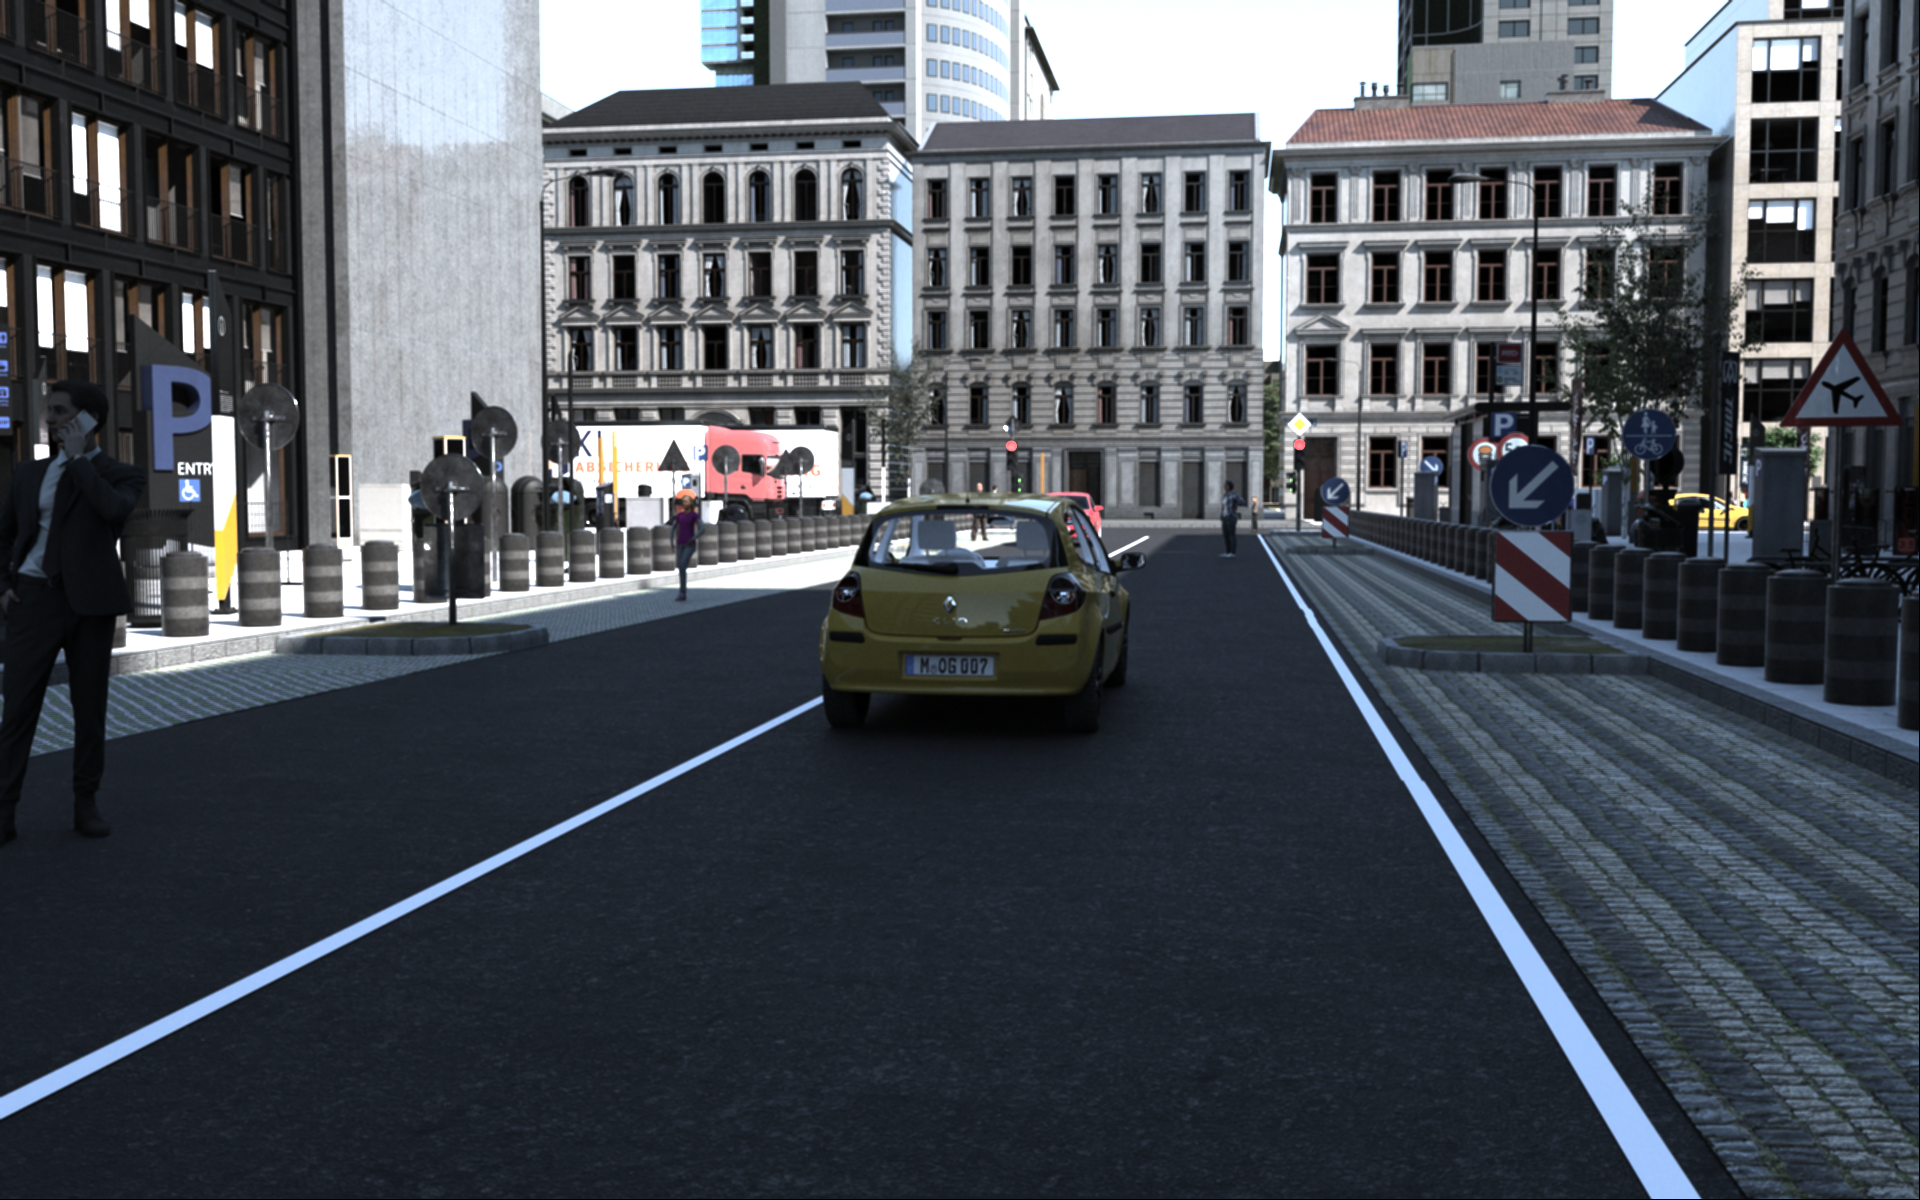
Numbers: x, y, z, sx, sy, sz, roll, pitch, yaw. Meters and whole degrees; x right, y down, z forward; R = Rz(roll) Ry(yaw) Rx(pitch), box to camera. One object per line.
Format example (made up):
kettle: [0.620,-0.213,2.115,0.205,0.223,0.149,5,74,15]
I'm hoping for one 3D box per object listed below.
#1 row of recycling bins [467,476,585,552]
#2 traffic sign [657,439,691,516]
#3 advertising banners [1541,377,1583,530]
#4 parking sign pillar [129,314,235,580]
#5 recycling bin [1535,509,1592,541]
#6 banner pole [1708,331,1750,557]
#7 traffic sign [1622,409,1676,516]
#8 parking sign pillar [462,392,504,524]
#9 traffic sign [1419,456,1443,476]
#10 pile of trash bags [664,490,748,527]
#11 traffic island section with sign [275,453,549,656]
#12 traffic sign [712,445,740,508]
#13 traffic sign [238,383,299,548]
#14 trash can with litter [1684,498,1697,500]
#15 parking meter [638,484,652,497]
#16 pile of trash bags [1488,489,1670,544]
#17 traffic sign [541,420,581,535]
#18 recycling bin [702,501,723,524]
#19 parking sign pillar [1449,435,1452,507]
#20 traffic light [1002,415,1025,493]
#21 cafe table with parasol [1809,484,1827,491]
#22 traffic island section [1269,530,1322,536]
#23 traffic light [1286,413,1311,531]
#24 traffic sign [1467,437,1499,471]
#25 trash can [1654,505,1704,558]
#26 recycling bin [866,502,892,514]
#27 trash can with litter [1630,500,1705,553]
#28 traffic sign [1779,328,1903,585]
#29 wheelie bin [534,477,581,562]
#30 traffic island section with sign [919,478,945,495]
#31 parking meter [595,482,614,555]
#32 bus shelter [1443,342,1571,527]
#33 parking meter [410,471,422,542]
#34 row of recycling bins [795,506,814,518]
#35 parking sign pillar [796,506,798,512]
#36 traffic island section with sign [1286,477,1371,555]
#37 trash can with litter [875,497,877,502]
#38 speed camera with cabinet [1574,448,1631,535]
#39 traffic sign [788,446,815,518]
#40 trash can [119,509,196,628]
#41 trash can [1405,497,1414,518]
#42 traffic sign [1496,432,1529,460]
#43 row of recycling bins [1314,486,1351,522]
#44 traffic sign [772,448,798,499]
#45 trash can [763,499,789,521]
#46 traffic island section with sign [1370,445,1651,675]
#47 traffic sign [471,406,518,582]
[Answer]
row of recycling bins: [-10.196,-1.968,39.296,3.534,1.692,1.069,-3,4,-37]
traffic sign: [-6.722,-2.488,40.681,0.884,2.594,0.081,1,4,18]
advertising banners: [9.316,-1.877,26.881,0.090,3.025,2.074,0,4,4]
parking sign pillar: [-11.944,-2.328,26.542,1.447,3.967,1.447,2,4,34]
recycling bin: [9.939,-0.979,28.556,0.722,1.027,0.722,0,4,1]
banner pole: [11.782,-2.248,26.778,0.863,3.779,0.401,-2,4,-33]
traffic sign: [10.288,-1.580,25.938,0.768,2.556,0.104,1,4,13]
parking sign pillar: [-12.434,-3.468,45.181,1.447,3.967,1.447,3,5,43]
traffic sign: [15.627,-3.509,57.482,0.768,2.556,0.104,1,4,16]
pile of trash bags: [-5.420,-1.623,36.281,1.912,1.369,3.447,0,4,3]
traffic island section with sign: [-4.988,-0.465,16.233,1.989,1.847,2.006,1,4,9]
traffic sign: [-6.099,-2.753,45.114,0.768,2.556,0.104,1,4,9]
traffic sign: [-7.951,-1.211,19.906,0.768,2.556,0.104,1,4,10]
trash can with litter: [18.654,-2.016,44.342,0.624,1.170,1.055,2,4,33]
parking meter: [-8.160,-2.232,44.897,0.372,1.533,0.369,0,3,0]
pile of trash bags: [11.897,-1.439,33.277,3.447,1.369,1.912,0,4,-4]
traffic sign: [-6.834,-1.806,29.627,0.768,2.556,0.104,1,4,17]
recycling bin: [-9.175,-3.112,63.431,0.722,1.027,0.722,2,4,27]
parking sign pillar: [22.714,-5.474,77.974,1.447,3.967,1.447,1,4,22]
traffic light: [1.882,-4.441,61.523,0.839,4.253,0.868,1,4,9]
cafe table with parasol: [39.898,-4.510,78.597,2.610,1.966,2.610,-2,4,-31]
traffic island section: [11.762,-2.313,60.100,2.009,0.180,2.903,1,4,9]
traffic light: [11.724,-4.347,59.992,0.839,4.253,0.868,1,4,9]
traffic sign: [11.760,-2.369,38.834,0.768,2.556,0.104,1,4,17]
trash can: [9.490,-0.698,23.059,0.748,1.137,0.748,0,3,0]
recycling bin: [-2.427,-2.472,52.963,0.722,1.027,0.722,1,4,13]
trash can with litter: [9.122,-0.651,22.033,1.055,1.170,0.624,1,4,9]
traffic sign: [6.930,-0.836,13.677,0.884,2.594,0.081,1,4,14]
wheelie bin: [-7.610,-1.520,32.764,0.980,1.594,0.693,2,4,34]
traffic island section with sign: [-0.724,-2.118,43.251,1.989,1.847,2.006,1,4,9]
parking meter: [-7.482,-1.716,36.471,0.372,1.533,0.369,0,3,0]
bus shelter: [13.448,-4.033,43.571,2.179,5.291,8.768,1,4,9]
parking meter: [-13.666,-2.318,43.615,0.255,1.863,0.399,0,4,-2]
row of recycling bins: [-8.649,-4.668,83.434,3.534,1.692,1.069,1,4,19]
parking sign pillar: [-9.703,-7.443,110.172,1.447,3.967,1.447,2,4,27]
traffic island section with sign: [8.844,-2.013,41.545,1.989,1.847,2.006,1,4,9]
trash can with litter: [-4.476,-4.389,83.146,1.055,1.170,0.624,2,4,24]
speed camera with cabinet: [20.370,-3.695,54.747,0.660,3.252,2.038,-2,4,-26]
traffic sign: [-4.212,-2.797,45.844,0.768,2.556,0.104,1,4,15]
trash can: [-7.770,-0.309,16.712,0.748,1.137,0.748,0,3,0]
trash can: [21.306,-4.267,81.412,0.748,1.137,0.748,0,3,0]
traffic sign: [11.457,-2.181,35.763,0.768,2.556,0.104,1,4,17]
row of recycling bins: [17.226,-4.478,80.327,1.069,1.692,3.534,0,4,-4]
traffic sign: [-4.950,-3.011,49.241,0.884,2.594,0.081,1,4,18]
trash can: [-5.131,-2.256,48.534,0.748,1.137,0.748,0,3,0]
traffic island section with sign: [4.610,-0.372,14.706,1.989,1.847,2.006,1,4,9]
traffic sign: [-6.756,-1.528,25.084,0.768,2.556,0.104,1,4,17]
